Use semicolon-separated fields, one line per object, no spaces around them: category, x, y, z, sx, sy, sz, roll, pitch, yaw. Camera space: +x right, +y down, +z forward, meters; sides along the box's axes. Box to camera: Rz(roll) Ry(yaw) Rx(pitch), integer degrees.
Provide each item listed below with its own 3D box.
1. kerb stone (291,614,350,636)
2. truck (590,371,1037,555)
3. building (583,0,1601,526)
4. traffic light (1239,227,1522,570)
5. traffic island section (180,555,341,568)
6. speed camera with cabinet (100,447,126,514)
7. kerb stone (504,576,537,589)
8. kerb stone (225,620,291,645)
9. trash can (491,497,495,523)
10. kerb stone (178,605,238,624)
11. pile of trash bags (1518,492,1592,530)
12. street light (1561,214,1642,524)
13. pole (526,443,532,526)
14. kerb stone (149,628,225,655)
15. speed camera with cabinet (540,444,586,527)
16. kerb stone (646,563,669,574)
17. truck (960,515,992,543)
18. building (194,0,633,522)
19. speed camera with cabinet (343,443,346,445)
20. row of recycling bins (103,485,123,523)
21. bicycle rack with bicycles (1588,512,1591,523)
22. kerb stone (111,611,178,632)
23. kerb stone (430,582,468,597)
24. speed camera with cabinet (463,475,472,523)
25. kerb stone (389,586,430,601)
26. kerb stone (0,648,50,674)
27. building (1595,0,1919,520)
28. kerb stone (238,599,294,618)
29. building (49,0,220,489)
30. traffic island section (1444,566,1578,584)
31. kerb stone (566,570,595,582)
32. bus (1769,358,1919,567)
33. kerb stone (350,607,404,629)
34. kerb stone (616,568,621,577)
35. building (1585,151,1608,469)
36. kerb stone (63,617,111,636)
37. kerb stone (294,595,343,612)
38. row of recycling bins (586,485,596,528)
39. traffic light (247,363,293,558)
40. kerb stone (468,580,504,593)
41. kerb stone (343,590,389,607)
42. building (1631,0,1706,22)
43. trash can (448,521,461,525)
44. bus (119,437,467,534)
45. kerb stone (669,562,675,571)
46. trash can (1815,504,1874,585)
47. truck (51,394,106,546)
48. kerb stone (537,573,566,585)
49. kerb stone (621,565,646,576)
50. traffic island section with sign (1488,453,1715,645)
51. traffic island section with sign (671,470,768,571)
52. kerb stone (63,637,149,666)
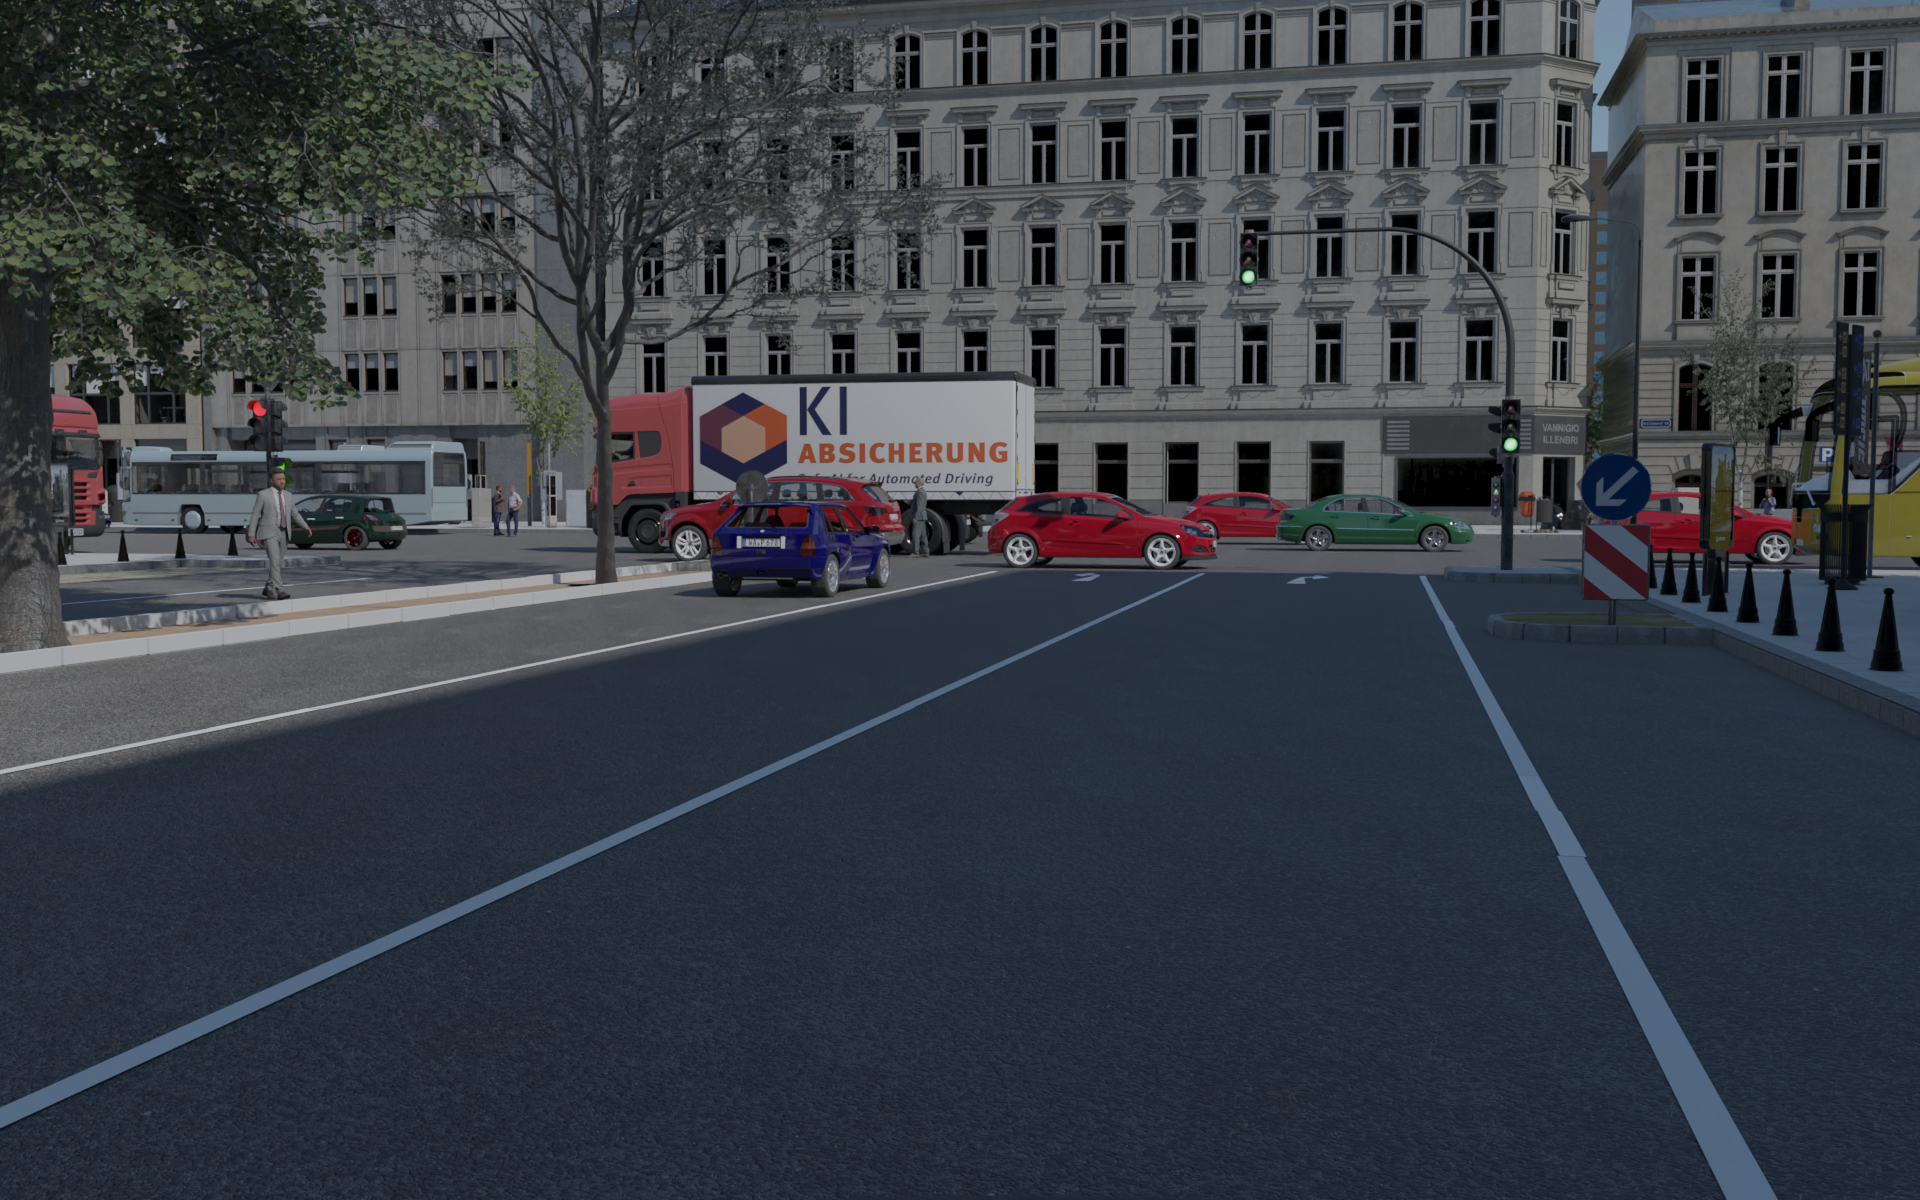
kerb stone;-6.678;0.262;17.913;0.120;0.150;1.000;1;4;14
truck;-3.911;-3.237;41.845;11.283;4.237;2.839;1;4;13
building;6.435;-18.666;81.603;44.131;29.872;17.030;1;4;14
traffic light;7.161;-3.355;29.529;4.771;5.953;1.251;1;4;14
traffic island section;-13.875;-0.769;34.857;2.009;0.180;2.903;1;4;14
speed camera with cabinet;-35.413;-4.747;71.956;2.038;3.252;0.660;-2;4;-30
kerb stone;-6.782;-0.248;26.389;0.120;0.150;1.000;1;4;14
kerb stone;-6.916;0.327;16.912;0.120;0.150;1.000;1;4;14
trash can;-21.082;-4.067;78.145;0.748;1.137;0.748;0;3;0
kerb stone;-8.483;0.176;19.390;0.120;0.150;1.000;1;4;14
pile of trash bags;21.567;-3.205;62.161;3.447;1.369;1.912;-1;4;-17
street light;10.679;-3.442;28.814;1.470;5.913;1.316;1;4;14
pole;-17.133;-4.589;68.868;0.158;3.312;0.155;0;3;0
kerb stone;-7.157;0.388;15.915;0.120;0.150;1.000;1;4;14
speed camera with cabinet;-15.364;-4.494;67.814;2.038;3.252;0.660;1;4;14
kerb stone;-5.580;-0.558;31.383;0.120;0.150;1.000;1;4;14
truck;-3.695;-3.326;50.296;9.791;3.379;3.469;1;4;12
building;-25.389;-16.422;86.522;19.932;24.808;12.078;1;4;14
speed camera with cabinet;-24.278;-4.443;66.982;2.038;3.252;0.660;3;5;43
row of recycling bins;-38.880;-4.281;77.108;1.069;1.692;3.534;3;4;37
bicycle rack with bicycles;24.922;-3.269;66.827;2.852;0.926;2.925;-1;4;-10
kerb stone;-8.718;0.236;18.391;0.120;0.150;1.000;1;4;14
kerb stone;-7.273;-0.129;24.387;0.120;0.150;1.000;1;4;14
speed camera with cabinet;-22.530;-5.009;76.226;2.038;3.252;0.660;-3;5;-44
kerb stone;-7.518;-0.073;23.390;0.120;0.150;1.000;1;4;14
kerb stone;-7.642;0.507;13.911;0.120;0.150;1.000;1;4;14
building;45.032;-15.380;70.549;34.723;24.649;14.460;1;4;14
kerb stone;-8.227;0.111;20.388;0.120;0.150;1.000;1;4;14
building;-50.945;-17.841;96.213;34.151;26.468;19.350;1;4;14
traffic island section;9.252;-0.428;29.283;2.009;0.180;2.903;1;4;14
kerb stone;-6.308;-0.379;28.388;0.120;0.150;1.000;1;4;14
bus;20.965;-2.356;30.069;12.252;3.916;2.896;1;4;13
kerb stone;-6.435;0.203;18.918;0.120;0.150;1.000;1;4;14
kerb stone;-6.063;-0.437;29.388;0.120;0.150;1.000;1;4;14
building;82.479;-35.187;225.420;14.200;45.320;14.600;1;4;14
kerb stone;-8.961;0.295;17.392;0.120;0.150;1.000;1;4;14
kerb stone;-7.992;0.049;21.392;0.120;0.150;1.000;1;4;14
row of recycling bins;-13.066;-3.519;64.654;1.069;1.692;3.534;-2;4;-29
traffic light;-13.839;-2.801;34.714;0.839;4.253;0.868;1;4;14
kerb stone;-7.028;-0.195;25.385;0.120;0.150;1.000;1;4;14
kerb stone;-7.752;-0.010;22.390;0.120;0.150;1.000;1;4;14
building;59.619;-29.555;133.341;14.600;45.320;14.200;1;4;14
trash can;-21.309;-3.744;72.867;0.748;1.137;0.748;0;3;0
bus;-24.495;-4.142;62.576;13.247;3.499;2.948;1;4;12
kerb stone;-5.339;-0.623;32.383;0.120;0.150;1.000;1;4;14
trash can;12.533;-0.790;24.571;0.748;1.137;0.748;0;3;0
truck;-25.808;-3.261;42.229;11.283;4.237;2.839;1;4;14
kerb stone;-6.550;-0.318;27.391;0.120;0.150;1.000;1;4;14
kerb stone;-5.822;-0.501;30.385;0.120;0.150;1.000;1;4;14
traffic island section with sign;6.442;-0.549;17.605;1.989;1.847;2.006;1;4;14
traffic island section with sign;-4.149;-1.506;32.757;2.006;1.907;1.989;1;4;14
kerb stone;-7.401;0.445;14.914;0.120;0.150;1.000;1;4;14
